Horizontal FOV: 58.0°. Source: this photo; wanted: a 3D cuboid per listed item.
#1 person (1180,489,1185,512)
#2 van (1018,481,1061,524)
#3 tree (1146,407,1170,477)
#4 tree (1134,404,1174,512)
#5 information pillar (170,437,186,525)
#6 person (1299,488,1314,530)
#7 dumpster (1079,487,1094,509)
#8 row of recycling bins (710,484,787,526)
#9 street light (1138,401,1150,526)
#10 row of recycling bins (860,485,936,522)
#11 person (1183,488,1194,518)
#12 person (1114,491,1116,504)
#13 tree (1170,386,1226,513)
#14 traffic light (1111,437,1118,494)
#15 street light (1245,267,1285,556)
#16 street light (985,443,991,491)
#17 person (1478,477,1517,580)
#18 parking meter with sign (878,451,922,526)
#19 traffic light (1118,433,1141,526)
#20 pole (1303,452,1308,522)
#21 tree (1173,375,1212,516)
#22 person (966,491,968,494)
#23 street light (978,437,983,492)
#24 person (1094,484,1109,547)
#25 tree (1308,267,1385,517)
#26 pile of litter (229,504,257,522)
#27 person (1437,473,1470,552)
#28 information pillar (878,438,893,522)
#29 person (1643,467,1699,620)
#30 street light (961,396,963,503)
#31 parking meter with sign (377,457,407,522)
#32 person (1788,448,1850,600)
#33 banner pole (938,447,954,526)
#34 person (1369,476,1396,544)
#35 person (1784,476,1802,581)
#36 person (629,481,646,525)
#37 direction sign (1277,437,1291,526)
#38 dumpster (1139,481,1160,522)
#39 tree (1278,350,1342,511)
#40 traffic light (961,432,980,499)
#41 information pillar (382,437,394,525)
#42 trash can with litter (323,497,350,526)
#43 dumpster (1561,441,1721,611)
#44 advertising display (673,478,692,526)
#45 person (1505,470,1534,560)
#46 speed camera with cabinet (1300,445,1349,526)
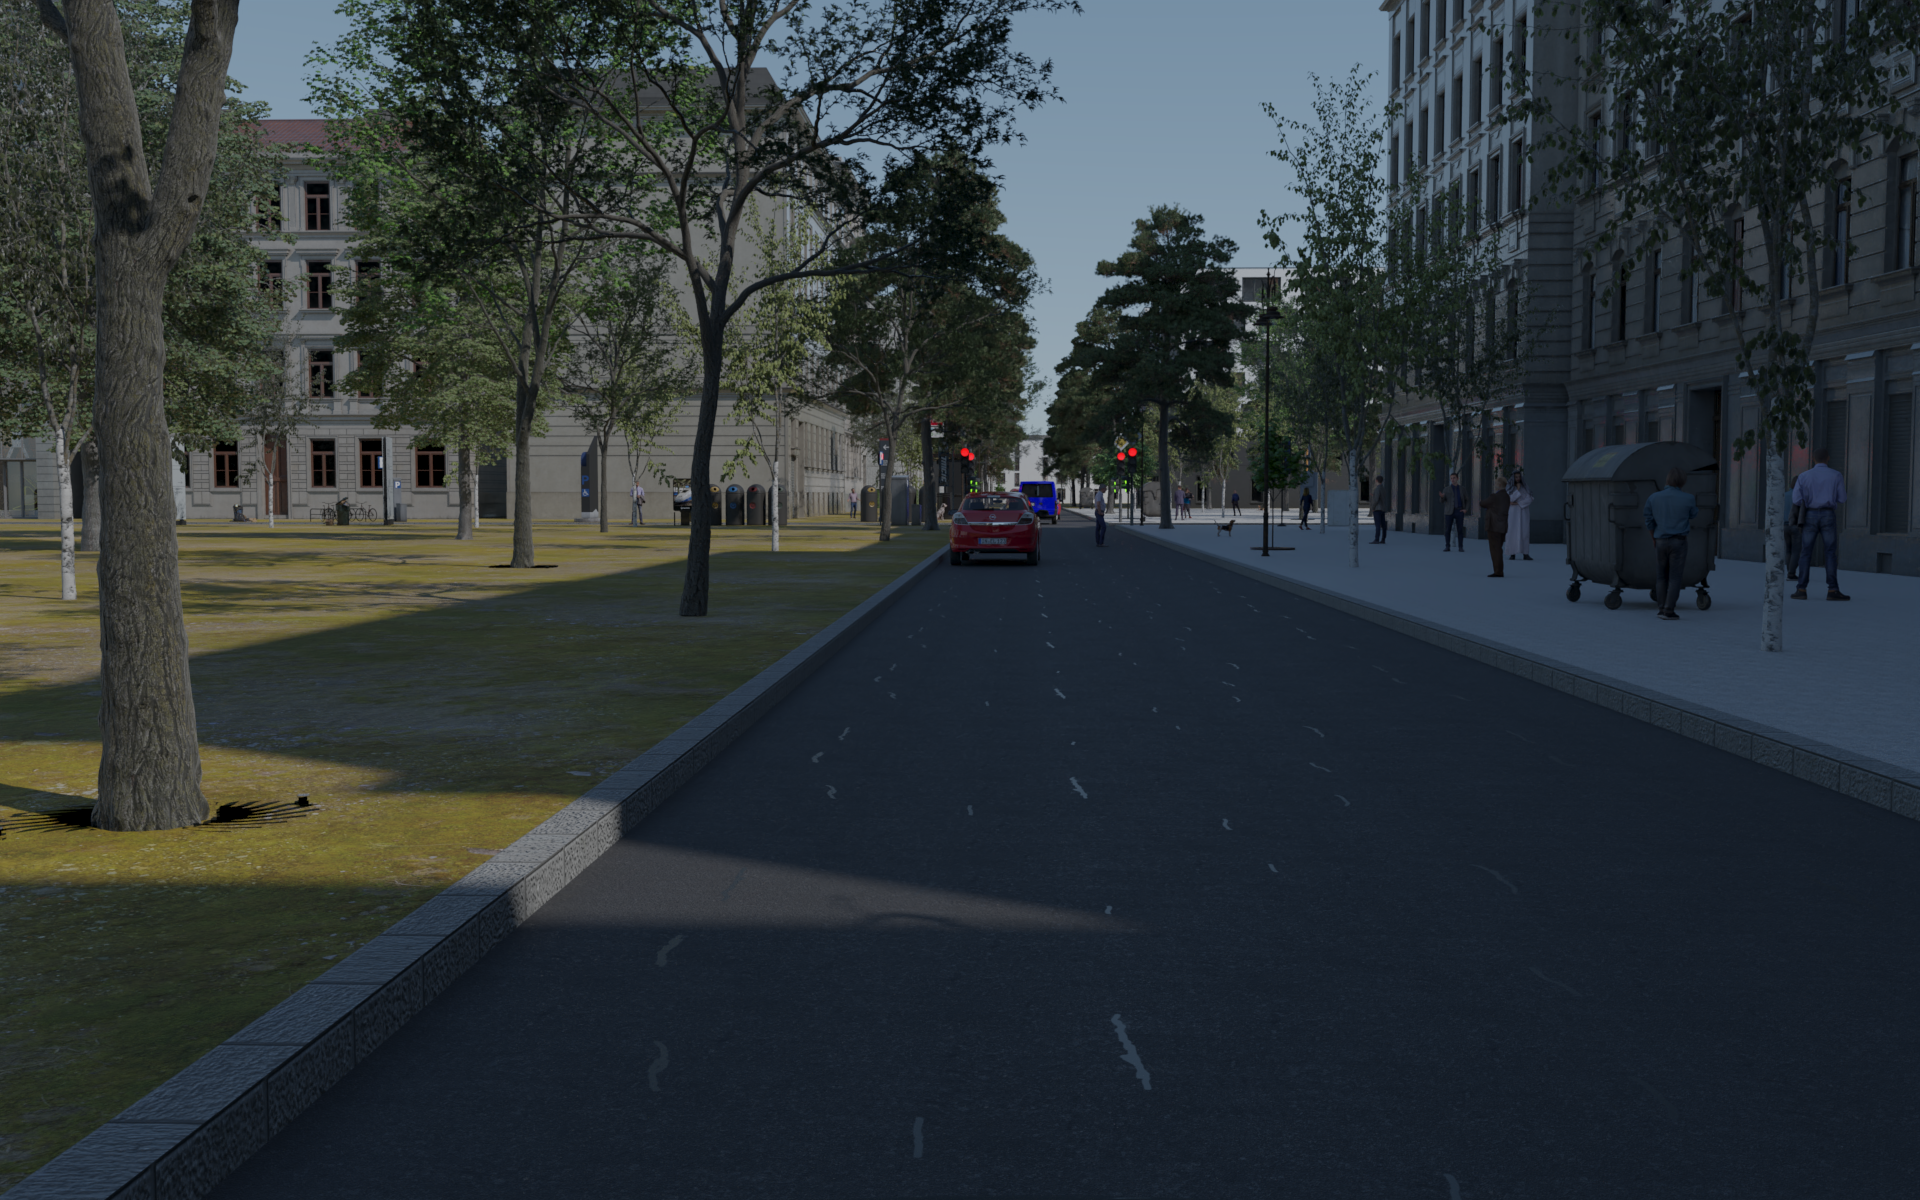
[{"bbox_3d":[13.345,-5.882,103.924,0.593,1.614,0.444,0,4,4],"label":"person"},{"bbox_3d":[3.756,-4.838,83.487,2.240,2.365,5.245,0,4,3],"label":"van"},{"bbox_3d":[16.975,-11.585,139.778,4.360,8.622,3.978,0,3,0],"label":"tree"},{"bbox_3d":[12.526,-9.186,100.546,4.737,8.622,4.395,0,3,0],"label":"tree"},{"bbox_3d":[-32.462,-4.856,70.706,0.184,3.620,1.656,3,4,37],"label":"information pillar"},{"bbox_3d":[12.380,-3.269,62.036,0.480,1.512,0.613,2,4,32],"label":"person"},{"bbox_3d":[10.582,-8.500,144.734,1.264,1.857,1.865,0,4,2],"label":"dumpster"},{"bbox_3d":[-8.792,-3.889,70.699,3.534,1.692,1.069,0,4,4],"label":"row of recycling bins"},{"bbox_3d":[7.382,-5.955,70.146,0.468,5.910,1.993,0,4,2],"label":"street light"},{"bbox_3d":[-2.851,-4.424,79.445,3.534,1.692,1.069,1,4,8],"label":"row of recycling bins"},{"bbox_3d":[12.035,-5.104,91.362,0.647,1.594,0.662,1,4,21],"label":"person"},{"bbox_3d":[20.286,-13.623,228.408,0.705,1.869,1.348,-1,4,-18],"label":"person"},{"bbox_3d":[16.957,-10.313,118.976,4.360,8.622,3.978,0,3,0],"label":"tree"},{"bbox_3d":[7.264,-5.460,78.523,0.839,4.213,0.868,0,4,2],"label":"traffic light"},{"bbox_3d":[6.297,-3.837,35.522,0.468,5.910,1.993,0,4,2],"label":"street light"},{"bbox_3d":[2.416,-10.719,148.047,0.468,5.910,1.993,0,4,2],"label":"street light"},{"bbox_3d":[8.242,-1.124,26.689,0.482,1.546,0.388,-3,5,-41],"label":"person"},{"bbox_3d":[-2.442,-4.550,70.646,1.738,3.016,0.543,1,4,12],"label":"parking meter with sign"},{"bbox_3d":[6.986,-4.972,70.543,0.839,4.213,0.868,0,4,2],"label":"traffic light"},{"bbox_3d":[15.960,-5.261,79.864,0.158,3.312,0.155,0,3,0],"label":"pole"},{"bbox_3d":[14.327,-8.792,94.111,4.737,8.622,4.395,0,3,0],"label":"tree"},{"bbox_3d":[0.495,-4.572,81.496,0.504,1.737,0.576,-3,5,-41],"label":"person"},{"bbox_3d":[1.248,-8.625,113.812,0.468,5.910,1.993,0,4,2],"label":"street light"},{"bbox_3d":[3.887,-2.318,47.342,0.436,1.711,0.756,1,4,13],"label":"person"},{"bbox_3d":[23.323,-11.600,97.078,7.806,13.903,7.818,0,3,0],"label":"tree"},{"bbox_3d":[-33.201,-4.053,80.232,1.176,0.858,1.719,-2,4,-27],"label":"pile of litter"},{"bbox_3d":[10.949,-1.947,38.404,0.617,1.759,0.750,1,4,22],"label":"person"},{"bbox_3d":[-3.444,-5.588,80.740,0.750,3.857,0.750,0,4,-5],"label":"information pillar"},{"bbox_3d":[7.238,-0.576,17.675,0.429,1.552,0.499,-2,4,-29],"label":"person"},{"bbox_3d":[0.107,-6.531,79.576,0.468,5.910,1.993,0,4,2],"label":"street light"},{"bbox_3d":[-26.219,-5.130,80.134,1.738,3.016,0.543,3,5,40],"label":"parking meter with sign"},{"bbox_3d":[10.463,-0.926,21.053,0.709,1.838,0.599,2,4,31],"label":"person"},{"bbox_3d":[-0.500,-4.868,69.603,0.863,3.779,0.401,1,4,19],"label":"banner pole"},{"bbox_3d":[10.708,-2.335,44.756,0.617,1.759,0.750,-2,4,-33],"label":"person"},{"bbox_3d":[12.308,-1.059,25.578,0.429,1.552,0.499,-1,4,-9],"label":"person"},{"bbox_3d":[-13.418,-4.041,71.976,0.709,1.838,0.599,-1,4,-14],"label":"person"},{"bbox_3d":[12.774,-4.688,68.640,0.379,3.537,0.876,-2,4,-35],"label":"direction sign"},{"bbox_3d":[8.948,-4.539,79.966,1.264,1.857,1.865,0,4,2],"label":"dumpster"},{"bbox_3d":[24.111,-12.571,127.595,6.751,12.117,7.091,0,3,0],"label":"tree"},{"bbox_3d":[0.506,-5.474,78.742,0.839,4.213,0.868,0,4,2],"label":"traffic light"},{"bbox_3d":[-23.719,-4.923,71.811,0.184,3.620,1.656,-1,4,-10],"label":"information pillar"},{"bbox_3d":[-25.318,-3.605,70.335,1.055,1.170,0.624,0,4,-7],"label":"trash can with litter"},{"bbox_3d":[7.769,-0.859,19.800,1.264,1.857,1.865,0,4,2],"label":"dumpster"},{"bbox_3d":[-11.218,-4.003,70.661,0.974,1.923,0.123,-1,4,-9],"label":"advertising display"},{"bbox_3d":[10.833,-1.650,33.682,0.551,1.740,0.621,-1,4,-13],"label":"person"},{"bbox_3d":[14.637,-4.573,69.099,2.038,3.252,0.660,1,4,14],"label":"speed camera with cabinet"}]
